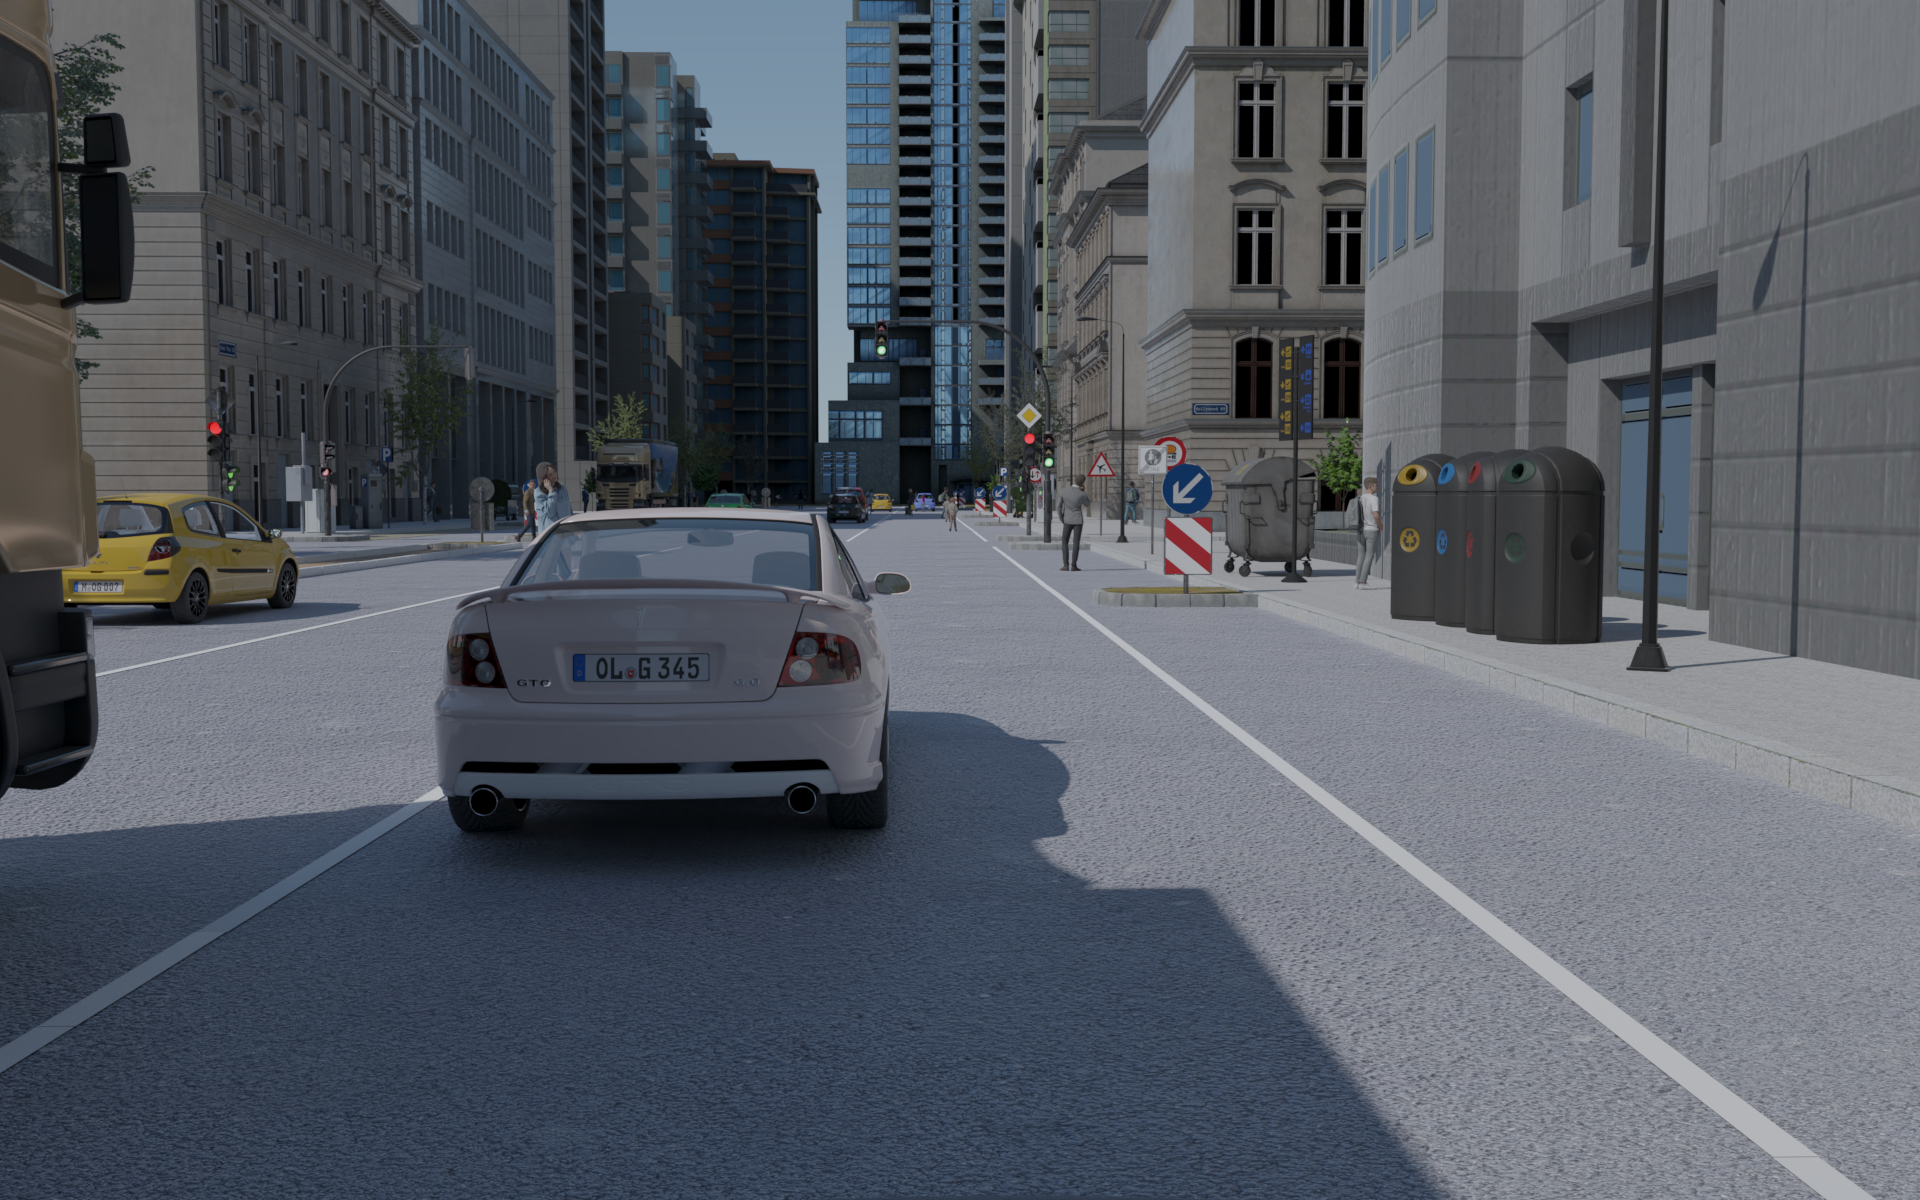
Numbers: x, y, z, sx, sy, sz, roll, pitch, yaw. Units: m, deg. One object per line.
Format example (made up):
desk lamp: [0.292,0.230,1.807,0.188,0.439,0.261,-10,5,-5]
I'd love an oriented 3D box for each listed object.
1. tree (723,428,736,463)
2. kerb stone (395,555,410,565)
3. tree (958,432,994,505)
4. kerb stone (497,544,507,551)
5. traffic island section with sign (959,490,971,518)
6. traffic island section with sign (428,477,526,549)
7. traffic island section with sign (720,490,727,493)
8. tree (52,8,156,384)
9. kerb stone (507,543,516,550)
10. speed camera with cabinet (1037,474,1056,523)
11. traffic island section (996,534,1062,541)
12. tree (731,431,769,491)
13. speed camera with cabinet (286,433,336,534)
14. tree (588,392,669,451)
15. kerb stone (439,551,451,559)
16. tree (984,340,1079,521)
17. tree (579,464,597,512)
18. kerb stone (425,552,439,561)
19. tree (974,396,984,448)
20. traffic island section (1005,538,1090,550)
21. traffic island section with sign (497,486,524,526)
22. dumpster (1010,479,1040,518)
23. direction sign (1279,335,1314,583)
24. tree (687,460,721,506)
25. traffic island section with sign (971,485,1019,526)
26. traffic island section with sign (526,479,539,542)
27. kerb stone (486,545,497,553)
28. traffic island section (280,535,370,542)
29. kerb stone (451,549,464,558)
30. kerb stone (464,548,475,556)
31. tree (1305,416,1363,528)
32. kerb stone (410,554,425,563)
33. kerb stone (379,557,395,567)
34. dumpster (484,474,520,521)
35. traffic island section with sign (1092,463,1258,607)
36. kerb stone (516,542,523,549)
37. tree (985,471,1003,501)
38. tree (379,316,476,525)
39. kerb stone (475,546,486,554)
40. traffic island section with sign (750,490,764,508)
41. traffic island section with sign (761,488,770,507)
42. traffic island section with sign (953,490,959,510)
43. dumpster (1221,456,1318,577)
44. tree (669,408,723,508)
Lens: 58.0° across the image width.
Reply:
tree: [-24.376,-13.530,171.581,4.737,8.622,4.395,0,3,0]
kerb stone: [-11.463,-0.797,35.299,0.120,0.150,1.000,0,4,-1]
tree: [1.917,-15.526,204.207,4.737,8.622,4.395,0,3,0]
kerb stone: [-11.627,-1.302,43.486,0.120,0.150,1.000,0,4,-1]
traffic island section with sign: [1.091,-5.909,105.236,1.989,1.847,2.006,0,4,-1]
traffic island section with sign: [-12.715,-2.284,45.485,2.006,1.907,1.989,0,4,-1]
traffic island section with sign: [-21.144,-8.958,155.095,1.989,1.847,2.006,0,4,-1]
tree: [-21.648,-7.815,34.430,9.857,13.997,8.962,0,3,0]
kerb stone: [-11.655,-1.362,44.508,0.120,0.150,1.000,0,4,-1]
speed camera with cabinet: [3.874,-5.075,77.307,0.660,3.252,2.038,1,4,12]
traffic island section: [2.150,-1.912,53.537,2.009,0.180,2.903,0,4,-1]
tree: [-24.512,-15.414,202.388,4.360,8.622,3.978,0,3,0]
speed camera with cabinet: [-21.254,-3.815,56.706,0.660,3.252,2.038,1,4,11]
tree: [-24.233,-10.618,123.972,4.737,8.622,4.395,0,3,0]
kerb stone: [-11.520,-0.989,38.367,0.120,0.150,1.000,0,4,-1]
tree: [3.643,-8.141,83.460,4.360,8.622,3.978,0,3,0]
tree: [-23.844,-7.164,111.739,1.663,3.219,1.824,0,3,0]
kerb stone: [-11.498,-0.924,37.344,0.120,0.150,1.000,0,4,-1]
tree: [2.931,-10.376,120.008,4.360,8.622,3.978,0,3,0]
traffic island section: [2.314,-1.423,45.553,2.009,0.180,2.903,0,4,-1]
traffic island section with sign: [-19.566,-4.225,77.707,1.989,1.847,2.006,0,4,-1]
dumpster: [3.453,-5.472,91.955,1.502,2.255,1.985,0,4,-1]
direction sign: [4.860,-2.024,25.085,0.379,3.537,0.876,-1,4,-21]
tree: [-24.626,-11.185,166.589,4.285,4.588,4.351,0,3,0]
traffic island section with sign: [1.654,-4.251,78.130,1.989,1.847,2.006,0,4,-1]
traffic island section with sign: [-12.857,-2.737,52.891,2.006,1.907,1.989,0,4,-1]
kerb stone: [-11.600,-1.238,42.464,0.120,0.150,1.000,0,4,-1]
traffic island section: [-19.387,-1.885,53.102,2.009,0.180,2.903,0,4,-1]
kerb stone: [-11.535,-1.047,39.390,0.120,0.150,1.000,0,4,-1]
kerb stone: [-11.568,-1.114,40.411,0.120,0.150,1.000,0,4,-1]
tree: [9.667,-2.980,43.318,1.663,3.219,1.824,0,3,0]
kerb stone: [-11.483,-0.864,36.321,0.120,0.150,1.000,0,4,-1]
kerb stone: [-11.439,-0.733,34.276,0.120,0.150,1.000,0,4,-1]
dumpster: [-22.120,-4.949,83.413,1.502,2.255,1.985,0,4,-1]
traffic island section with sign: [2.781,-0.872,22.882,1.989,1.847,2.006,0,4,-1]
kerb stone: [-11.670,-1.428,45.537,0.120,0.150,1.000,0,4,-1]
tree: [3.164,-9.193,144.907,1.663,3.219,1.824,0,3,0]
tree: [-22.331,-7.452,72.197,4.737,8.622,4.395,0,3,0]
kerb stone: [-11.582,-1.177,41.443,0.120,0.150,1.000,0,4,-1]
traffic island section with sign: [-21.693,-10.607,182.044,1.989,1.847,2.006,0,4,-1]
traffic island section with sign: [-14.406,-7.332,128.013,2.006,1.907,1.989,0,4,-1]
traffic island section with sign: [0.071,-8.969,155.270,1.989,1.847,2.006,0,4,-1]
dumpster: [4.902,-1.326,27.433,1.264,1.857,1.865,0,4,-1]
tree: [-23.491,-12.161,149.200,4.737,8.622,4.395,0,3,0]
